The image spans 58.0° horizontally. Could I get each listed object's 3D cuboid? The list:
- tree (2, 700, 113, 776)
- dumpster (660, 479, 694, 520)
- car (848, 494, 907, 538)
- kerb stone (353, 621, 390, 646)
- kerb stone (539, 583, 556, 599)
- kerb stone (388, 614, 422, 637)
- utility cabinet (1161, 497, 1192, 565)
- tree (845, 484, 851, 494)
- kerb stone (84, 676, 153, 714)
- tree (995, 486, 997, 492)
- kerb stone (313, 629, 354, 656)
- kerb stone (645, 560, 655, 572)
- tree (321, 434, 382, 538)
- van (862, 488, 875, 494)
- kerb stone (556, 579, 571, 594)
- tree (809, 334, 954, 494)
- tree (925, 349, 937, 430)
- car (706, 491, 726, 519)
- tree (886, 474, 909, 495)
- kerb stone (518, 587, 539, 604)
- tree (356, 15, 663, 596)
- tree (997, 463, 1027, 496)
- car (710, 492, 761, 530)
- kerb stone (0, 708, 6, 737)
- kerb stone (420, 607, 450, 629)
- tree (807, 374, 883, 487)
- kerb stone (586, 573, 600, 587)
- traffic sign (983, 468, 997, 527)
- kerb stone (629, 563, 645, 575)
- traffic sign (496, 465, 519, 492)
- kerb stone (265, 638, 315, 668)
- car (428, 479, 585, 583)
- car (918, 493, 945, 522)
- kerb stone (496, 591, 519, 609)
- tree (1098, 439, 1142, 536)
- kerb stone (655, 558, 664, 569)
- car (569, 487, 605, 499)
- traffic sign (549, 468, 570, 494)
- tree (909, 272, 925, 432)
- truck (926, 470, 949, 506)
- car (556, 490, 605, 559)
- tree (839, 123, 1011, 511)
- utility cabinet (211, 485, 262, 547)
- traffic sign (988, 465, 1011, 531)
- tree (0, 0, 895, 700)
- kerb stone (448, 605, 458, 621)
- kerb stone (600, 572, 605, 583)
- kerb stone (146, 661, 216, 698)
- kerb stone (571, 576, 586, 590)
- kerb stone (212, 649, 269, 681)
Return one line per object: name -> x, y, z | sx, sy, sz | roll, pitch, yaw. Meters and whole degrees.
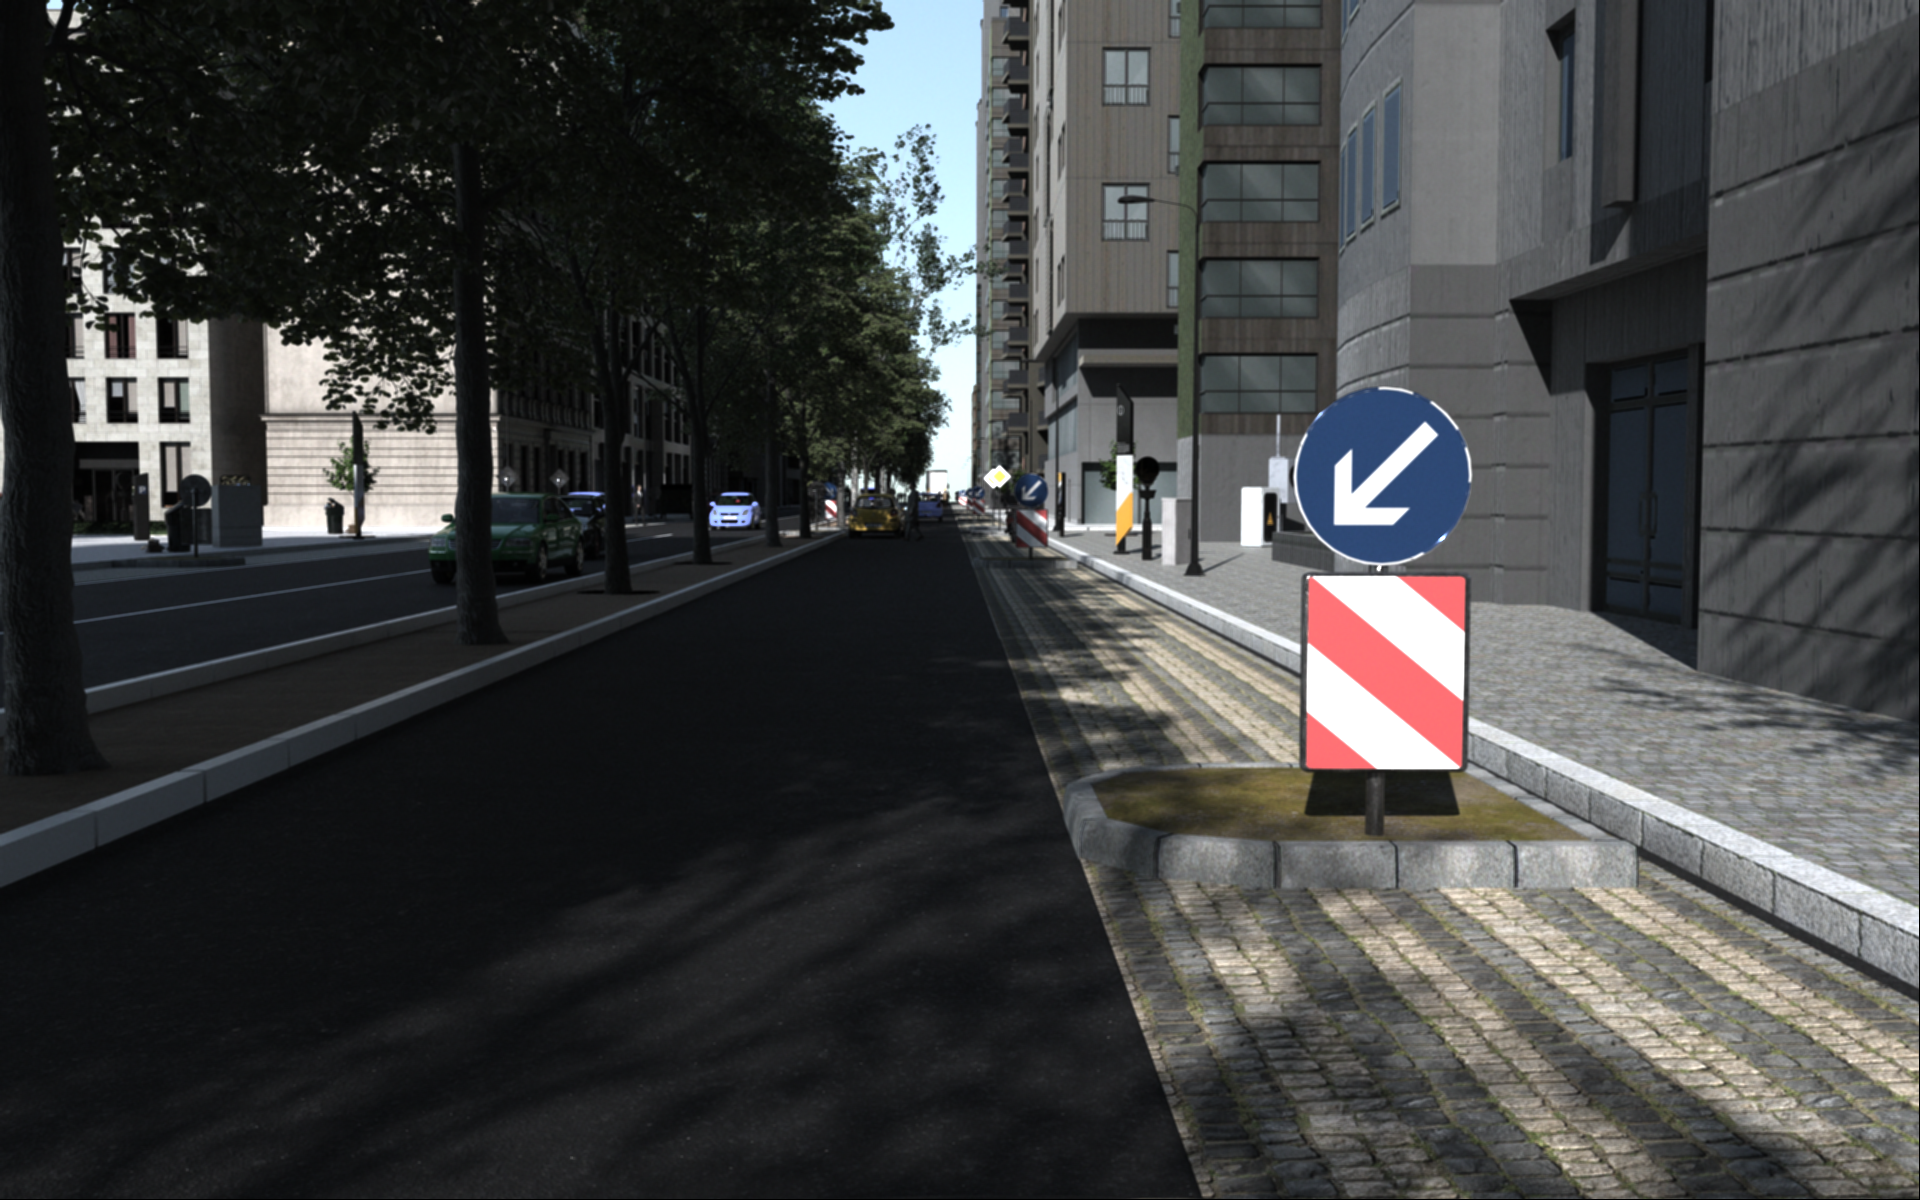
tree -> -4.601, -5.356, 8.154 | 7.486, 12.596, 7.792 | 0, 3, 0
dumpster -> -15.693, -5.588, 96.315 | 1.985, 2.255, 1.502 | 0, 3, 0
car -> -2.727, -2.890, 57.480 | 2.015, 1.641, 3.980 | 0, 4, 1
kerb stone -> -5.736, 0.340, 16.677 | 0.120, 0.150, 1.000 | 0, 4, 0
kerb stone -> -5.783, -0.104, 23.888 | 0.120, 0.150, 1.000 | 0, 4, 0
kerb stone -> -5.734, 0.275, 17.705 | 0.120, 0.150, 1.000 | 0, 4, 0
utility cabinet -> 4.013, -1.261, 31.777 | 0.306, 1.237, 1.020 | 2, 4, 27
tree -> -19.541, -18.664, 299.760 | 1.663, 3.219, 1.824 | 0, 3, 0
kerb stone -> -5.693, 0.651, 11.558 | 0.120, 0.150, 1.000 | 0, 4, 0
tree -> 3.572, -9.185, 144.777 | 1.663, 3.219, 1.824 | 0, 3, 0
kerb stone -> -5.729, 0.402, 15.654 | 0.120, 0.150, 1.000 | 0, 4, 0
kerb stone -> -5.840, -0.605, 32.084 | 0.120, 0.150, 1.000 | 0, 4, 0
tree -> -17.699, -3.451, 51.030 | 1.663, 3.219, 1.824 | 0, 3, 0
van -> -8.352, -9.713, 163.192 | 2.240, 2.365, 5.245 | 0, 4, 0
kerb stone -> -5.798, -0.166, 24.911 | 0.120, 0.150, 1.000 | 0, 4, 0
tree -> -5.198, -11.589, 108.952 | 9.611, 12.733, 9.660 | 0, 3, 0
tree -> -4.865, -9.251, 71.837 | 7.486, 12.596, 7.792 | 0, 3, 0
car -> -13.034, -5.248, 94.837 | 2.155, 1.783, 4.494 | 0, 3, 0
tree -> -5.427, -11.523, 141.213 | 4.360, 8.622, 3.978 | 0, 3, 0
kerb stone -> -5.776, -0.041, 22.865 | 0.120, 0.150, 1.000 | 0, 4, 0
tree -> -5.003, -5.892, 24.542 | 9.928, 11.665, 9.643 | 0, 3, 0
tree -> 3.536, -6.799, 105.763 | 1.663, 3.219, 1.824 | 0, 3, 0
car -> -9.010, -3.667, 69.553 | 1.945, 1.707, 3.694 | 0, 4, 0
kerb stone -> -5.681, 0.716, 10.525 | 0.120, 0.150, 1.000 | 0, 4, 0
kerb stone -> -5.751, 0.215, 18.741 | 0.120, 0.150, 1.000 | 0, 4, 0
tree -> -5.366, -7.666, 78.153 | 4.737, 8.622, 4.395 | 0, 3, 0
kerb stone -> -5.805, -0.291, 26.955 | 0.120, 0.150, 1.000 | 0, 4, 0
traffic sign -> 1.307, -3.921, 67.758 | 0.795, 2.450, 0.064 | 0, 4, 0
kerb stone -> -5.841, -0.538, 31.062 | 0.120, 0.150, 1.000 | 0, 4, 0
traffic sign -> -15.577, -3.427, 59.667 | 0.795, 2.450, 0.064 | 0, 4, 0
kerb stone -> -5.713, 0.463, 14.632 | 0.120, 0.150, 1.000 | 0, 4, 0
car -> -7.596, -1.253, 29.286 | 1.959, 1.807, 4.718 | 0, 4, 0
car -> -1.738, -4.872, 89.250 | 1.945, 1.707, 3.694 | 0, 4, -1
kerb stone -> -5.773, 0.022, 21.839 | 0.120, 0.150, 1.000 | 0, 4, 0
tree -> 5.105, -3.599, 53.438 | 1.663, 3.219, 1.824 | 0, 3, 0
kerb stone -> -5.853, -0.667, 33.106 | 0.120, 0.150, 1.000 | 0, 4, 0
car -> -12.459, -2.930, 57.496 | 1.945, 1.707, 3.694 | 0, 4, 1
traffic sign -> -15.637, -3.915, 67.652 | 0.795, 2.450, 0.064 | 0, 4, 0
tree -> -4.962, -7.673, 46.034 | 7.486, 12.596, 7.792 | 0, 3, 0
truck -> -2.757, -13.450, 208.827 | 2.839, 4.237, 11.283 | 0, 4, 0
car -> -8.843, -1.797, 39.175 | 2.009, 1.686, 4.222 | 0, 4, -2
tree -> -4.176, -14.018, 87.532 | 12.611, 20.169, 13.585 | 0, 3, 0
utility cabinet -> -17.474, -2.028, 41.834 | 0.318, 1.500, 1.173 | 2, 4, 31
traffic sign -> 1.367, -3.433, 59.773 | 0.795, 2.450, 0.064 | 0, 4, 0
tree -> -4.487, -5.819, 15.727 | 7.486, 12.596, 7.792 | 0, 3, 0
kerb stone -> -5.754, 0.149, 19.780 | 0.120, 0.150, 1.000 | 0, 4, 0
kerb stone -> -5.817, -0.354, 27.983 | 0.120, 0.150, 1.000 | 0, 4, 0
kerb stone -> -5.699, 0.588, 12.582 | 0.120, 0.150, 1.000 | 0, 4, 0
kerb stone -> -5.805, -0.229, 25.933 | 0.120, 0.150, 1.000 | 0, 4, 0
kerb stone -> -5.707, 0.525, 13.610 | 0.120, 0.150, 1.000 | 0, 4, 0
